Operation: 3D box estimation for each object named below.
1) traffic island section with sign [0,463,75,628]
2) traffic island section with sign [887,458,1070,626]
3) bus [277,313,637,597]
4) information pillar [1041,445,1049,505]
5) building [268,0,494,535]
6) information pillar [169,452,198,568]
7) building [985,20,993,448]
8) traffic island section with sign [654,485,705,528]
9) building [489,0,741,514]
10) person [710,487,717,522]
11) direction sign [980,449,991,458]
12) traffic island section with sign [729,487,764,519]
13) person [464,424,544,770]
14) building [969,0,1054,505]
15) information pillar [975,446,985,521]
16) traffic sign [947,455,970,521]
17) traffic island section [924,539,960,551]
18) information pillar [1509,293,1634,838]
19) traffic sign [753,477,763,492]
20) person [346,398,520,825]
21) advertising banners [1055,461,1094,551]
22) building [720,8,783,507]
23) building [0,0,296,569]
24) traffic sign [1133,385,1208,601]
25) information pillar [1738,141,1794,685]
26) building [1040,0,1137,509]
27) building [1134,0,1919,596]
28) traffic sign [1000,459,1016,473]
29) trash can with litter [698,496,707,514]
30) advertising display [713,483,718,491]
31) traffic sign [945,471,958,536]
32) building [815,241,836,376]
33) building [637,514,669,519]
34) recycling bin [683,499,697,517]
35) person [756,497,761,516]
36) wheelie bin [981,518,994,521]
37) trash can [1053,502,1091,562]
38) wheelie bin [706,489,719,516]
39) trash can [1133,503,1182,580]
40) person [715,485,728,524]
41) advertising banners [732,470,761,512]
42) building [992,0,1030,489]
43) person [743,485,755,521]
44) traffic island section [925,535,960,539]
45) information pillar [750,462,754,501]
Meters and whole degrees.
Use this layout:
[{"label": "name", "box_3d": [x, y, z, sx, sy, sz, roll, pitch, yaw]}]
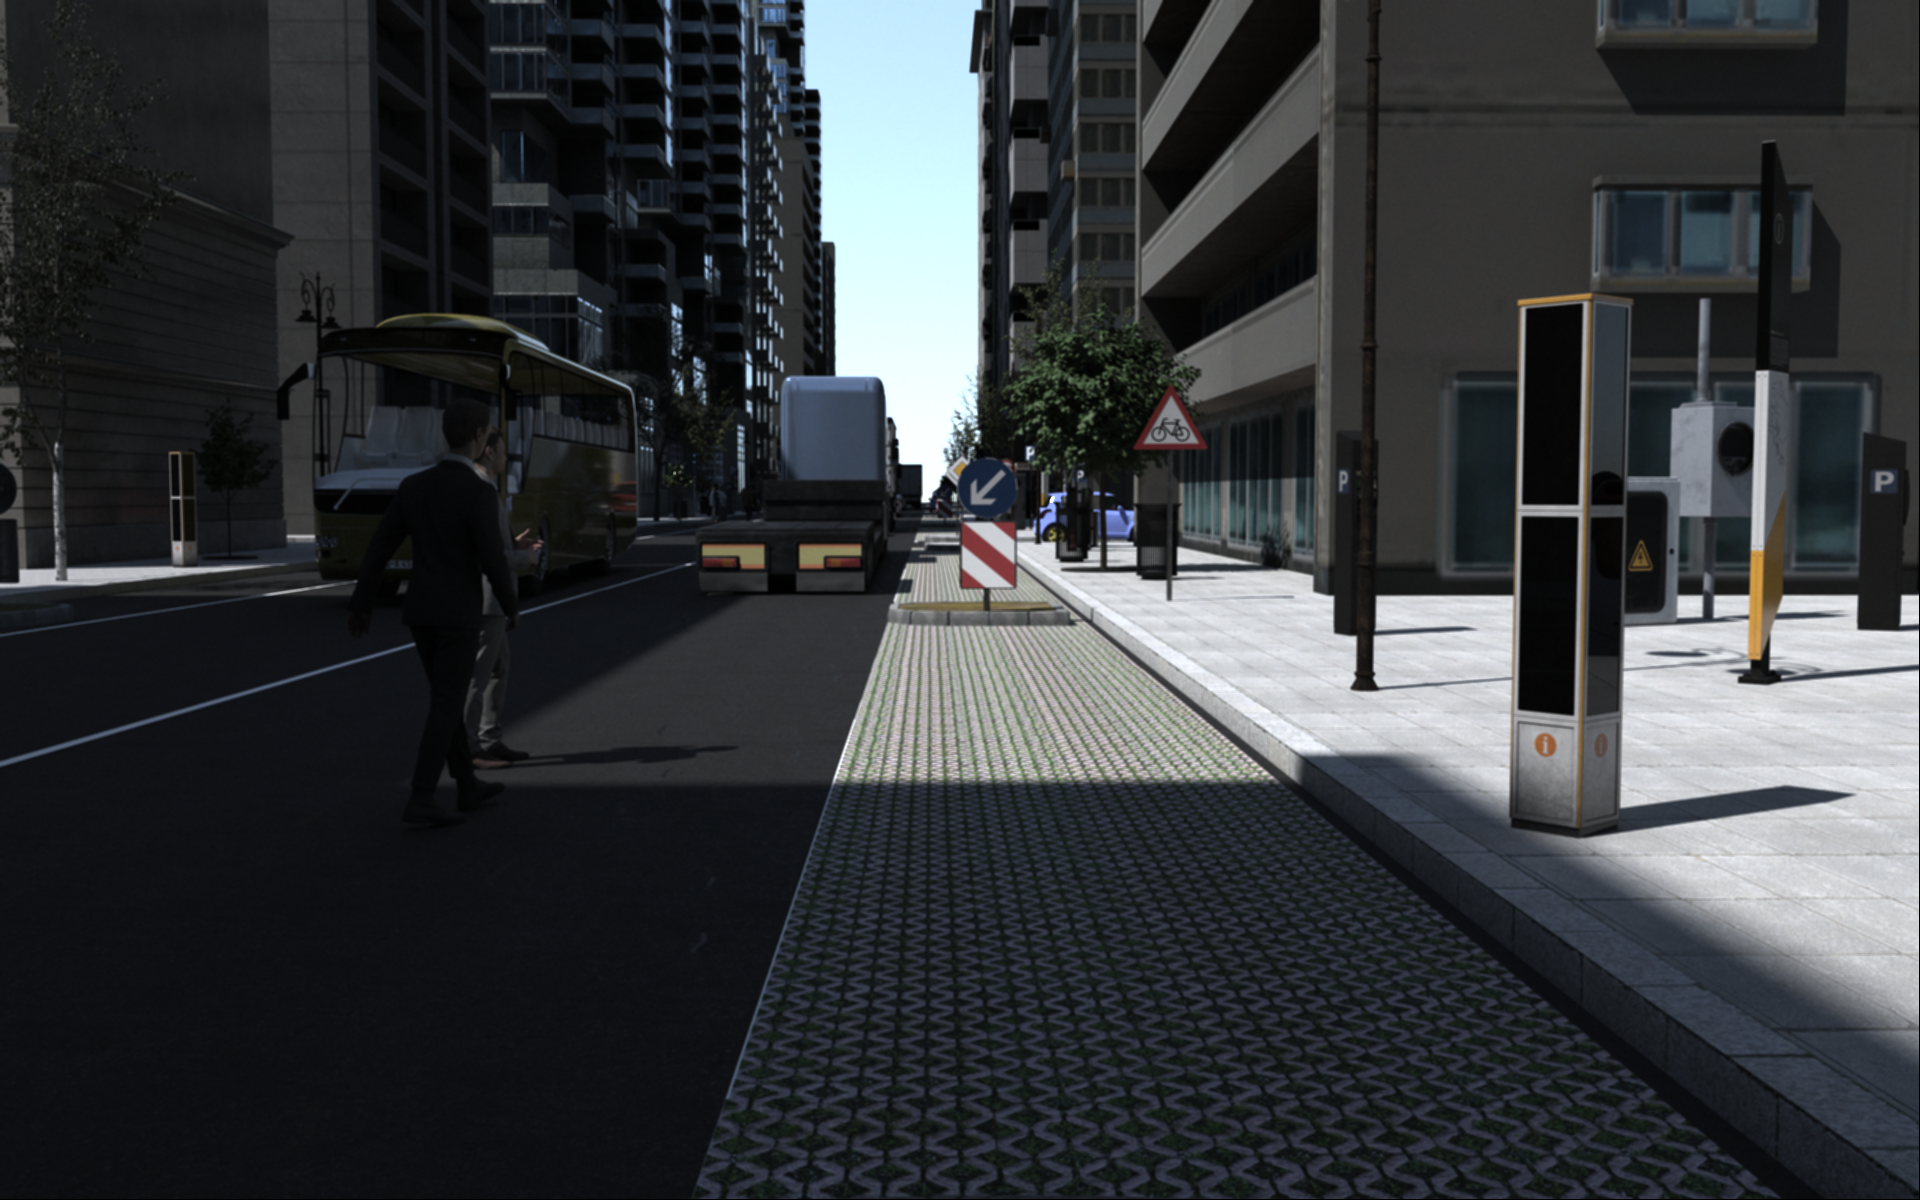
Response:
[{"label": "traffic island section with sign", "box_3d": [-11.086, -0.649, 19.243, 1.989, 1.847, 2.006, 0, 4, -1]}, {"label": "traffic island section with sign", "box_3d": [0.180, -0.672, 19.616, 1.989, 1.847, 2.006, 0, 4, -1]}, {"label": "bus", "box_3d": [-7.216, -2.192, 27.387, 2.896, 3.916, 12.252, 0, 4, -3]}, {"label": "information pillar", "box_3d": [3.170, -4.465, 64.350, 0.183, 3.616, 0.504, 2, 4, 29]}, {"label": "building", "box_3d": [-26.332, -38.155, 62.091, 20.563, 71.187, 20.611, 0, 4, -1]}, {"label": "information pillar", "box_3d": [-13.605, -1.581, 30.348, 0.304, 2.012, 0.304, 2, 4, 28]}, {"label": "building", "box_3d": [13.554, -30.866, 159.278, 22.147, 44.769, 28.867, 0, 4, -1]}, {"label": "traffic island section with sign", "box_3d": [-12.030, -4.031, 74.543, 1.989, 1.847, 2.006, 0, 4, -1]}, {"label": "building", "box_3d": [-27.935, -50.659, 140.954, 22.319, 86.520, 31.000, 0, 4, -1]}, {"label": "person", "box_3d": [-12.640, -4.906, 88.901, 0.419, 1.800, 0.721, -1, 4, -18]}, {"label": "direction sign", "box_3d": [1.231, -5.840, 87.485, 0.876, 3.537, 0.379, -3, 5, -39]}, {"label": "traffic island section with sign", "box_3d": [-12.473, -5.680, 101.494, 1.989, 1.847, 2.006, 0, 4, -1]}, {"label": "person", "box_3d": [-2.415, -0.024, 9.093, 0.583, 1.804, 0.606, -2, 4, -35]}, {"label": "building", "box_3d": [15.655, -36.576, 187.260, 28.713, 52.752, 27.495, 0, 4, -1]}, {"label": "information pillar", "box_3d": [0.966, -5.654, 83.797, 0.504, 3.616, 0.183, -2, 4, -33]}, {"label": "traffic sign", "box_3d": [0.055, -2.509, 44.665, 0.795, 2.450, 0.064, 0, 4, -1]}, {"label": "traffic island section", "box_3d": [0.078, -1.374, 44.743, 2.009, 0.180, 2.903, 0, 4, -1]}, {"label": "information pillar", "box_3d": [2.320, -0.128, 6.588, 0.304, 2.012, 0.304, -3, 5, -40]}, {"label": "traffic sign", "box_3d": [-14.691, -7.693, 125.894, 0.768, 2.556, 0.104, 0, 4, 0]}, {"label": "person", "box_3d": [-2.219, 0.038, 7.654, 0.659, 1.850, 0.755, 2, 4, 28]}, {"label": "advertising banners", "box_3d": [2.534, -2.613, 38.916, 0.090, 3.025, 2.074, 2, 4, 29]}, {"label": "building", "box_3d": [-29.569, -33.865, 173.302, 23.786, 49.044, 30.456, 0, 4, -1]}, {"label": "building", "box_3d": [-32.927, -13.219, 35.217, 34.723, 24.649, 14.460, 0, 4, -1]}, {"label": "traffic sign", "box_3d": [2.511, -1.267, 20.714, 0.884, 2.594, 0.081, 0, 4, 2]}, {"label": "information pillar", "box_3d": [5.510, -1.249, 11.770, 0.183, 3.616, 0.504, 3, 5, 40]}, {"label": "building", "box_3d": [15.797, -23.156, 70.490, 23.993, 40.220, 32.217, 0, 4, -1]}, {"label": "building", "box_3d": [15.118, -24.913, 31.036, 21.300, 48.544, 21.600, 0, 4, -1]}, {"label": "traffic sign", "box_3d": [1.669, -3.842, 62.926, 0.768, 2.556, 0.104, 1, 4, 9]}, {"label": "trash can with litter", "box_3d": [-16.574, -6.120, 111.448, 0.624, 1.170, 1.055, -1, 4, -16]}, {"label": "advertising display", "box_3d": [-14.723, -6.073, 104.506, 0.123, 1.923, 0.974, -1, 4, -19]}, {"label": "traffic sign", "box_3d": [-0.081, -2.997, 52.649, 0.795, 2.450, 0.064, 0, 4, -1]}, {"label": "building", "box_3d": [-26.941, -36.038, 272.810, 14.154, 41.232, 14.086, 0, 4, -1]}, {"label": "building", "box_3d": [-28.264, -48.359, 103.335, 22.319, 86.520, 31.000, 0, 4, -1]}, {"label": "recycling bin", "box_3d": [-15.239, -5.203, 97.629, 0.722, 1.027, 0.722, 0, 4, -4]}, {"label": "person", "box_3d": [-13.058, -6.044, 112.000, 0.352, 1.250, 0.332, 1, 4, 16]}, {"label": "wheelie bin", "box_3d": [1.350, -4.500, 81.487, 0.980, 1.594, 0.693, 0, 4, 3]}, {"label": "trash can", "box_3d": [2.111, -1.286, 32.686, 0.748, 1.137, 0.748, 0, 3, 0]}, {"label": "wheelie bin", "box_3d": [-14.319, -5.670, 100.614, 0.693, 1.594, 0.980, 1, 4, 13]}, {"label": "trash can", "box_3d": [2.959, -0.878, 26.006, 0.748, 1.137, 0.748, 0, 3, 0]}, {"label": "person", "box_3d": [-9.666, -3.750, 70.043, 0.641, 1.798, 0.478, 1, 4, 21]}, {"label": "advertising banners", "box_3d": [-15.240, -7.775, 123.308, 2.074, 3.025, 0.090, 0, 4, 0]}, {"label": "building", "box_3d": [9.539, -27.785, 137.878, 14.154, 41.232, 14.086, 0, 4, -1]}, {"label": "person", "box_3d": [-9.138, -4.067, 74.912, 0.656, 1.842, 0.836, 1, 4, 18]}, {"label": "traffic island section", "box_3d": [-0.058, -1.862, 52.727, 2.009, 0.180, 2.903, 0, 4, -1]}, {"label": "information pillar", "box_3d": [-15.212, -8.261, 126.420, 0.183, 3.616, 0.504, 1, 4, 18]}]
